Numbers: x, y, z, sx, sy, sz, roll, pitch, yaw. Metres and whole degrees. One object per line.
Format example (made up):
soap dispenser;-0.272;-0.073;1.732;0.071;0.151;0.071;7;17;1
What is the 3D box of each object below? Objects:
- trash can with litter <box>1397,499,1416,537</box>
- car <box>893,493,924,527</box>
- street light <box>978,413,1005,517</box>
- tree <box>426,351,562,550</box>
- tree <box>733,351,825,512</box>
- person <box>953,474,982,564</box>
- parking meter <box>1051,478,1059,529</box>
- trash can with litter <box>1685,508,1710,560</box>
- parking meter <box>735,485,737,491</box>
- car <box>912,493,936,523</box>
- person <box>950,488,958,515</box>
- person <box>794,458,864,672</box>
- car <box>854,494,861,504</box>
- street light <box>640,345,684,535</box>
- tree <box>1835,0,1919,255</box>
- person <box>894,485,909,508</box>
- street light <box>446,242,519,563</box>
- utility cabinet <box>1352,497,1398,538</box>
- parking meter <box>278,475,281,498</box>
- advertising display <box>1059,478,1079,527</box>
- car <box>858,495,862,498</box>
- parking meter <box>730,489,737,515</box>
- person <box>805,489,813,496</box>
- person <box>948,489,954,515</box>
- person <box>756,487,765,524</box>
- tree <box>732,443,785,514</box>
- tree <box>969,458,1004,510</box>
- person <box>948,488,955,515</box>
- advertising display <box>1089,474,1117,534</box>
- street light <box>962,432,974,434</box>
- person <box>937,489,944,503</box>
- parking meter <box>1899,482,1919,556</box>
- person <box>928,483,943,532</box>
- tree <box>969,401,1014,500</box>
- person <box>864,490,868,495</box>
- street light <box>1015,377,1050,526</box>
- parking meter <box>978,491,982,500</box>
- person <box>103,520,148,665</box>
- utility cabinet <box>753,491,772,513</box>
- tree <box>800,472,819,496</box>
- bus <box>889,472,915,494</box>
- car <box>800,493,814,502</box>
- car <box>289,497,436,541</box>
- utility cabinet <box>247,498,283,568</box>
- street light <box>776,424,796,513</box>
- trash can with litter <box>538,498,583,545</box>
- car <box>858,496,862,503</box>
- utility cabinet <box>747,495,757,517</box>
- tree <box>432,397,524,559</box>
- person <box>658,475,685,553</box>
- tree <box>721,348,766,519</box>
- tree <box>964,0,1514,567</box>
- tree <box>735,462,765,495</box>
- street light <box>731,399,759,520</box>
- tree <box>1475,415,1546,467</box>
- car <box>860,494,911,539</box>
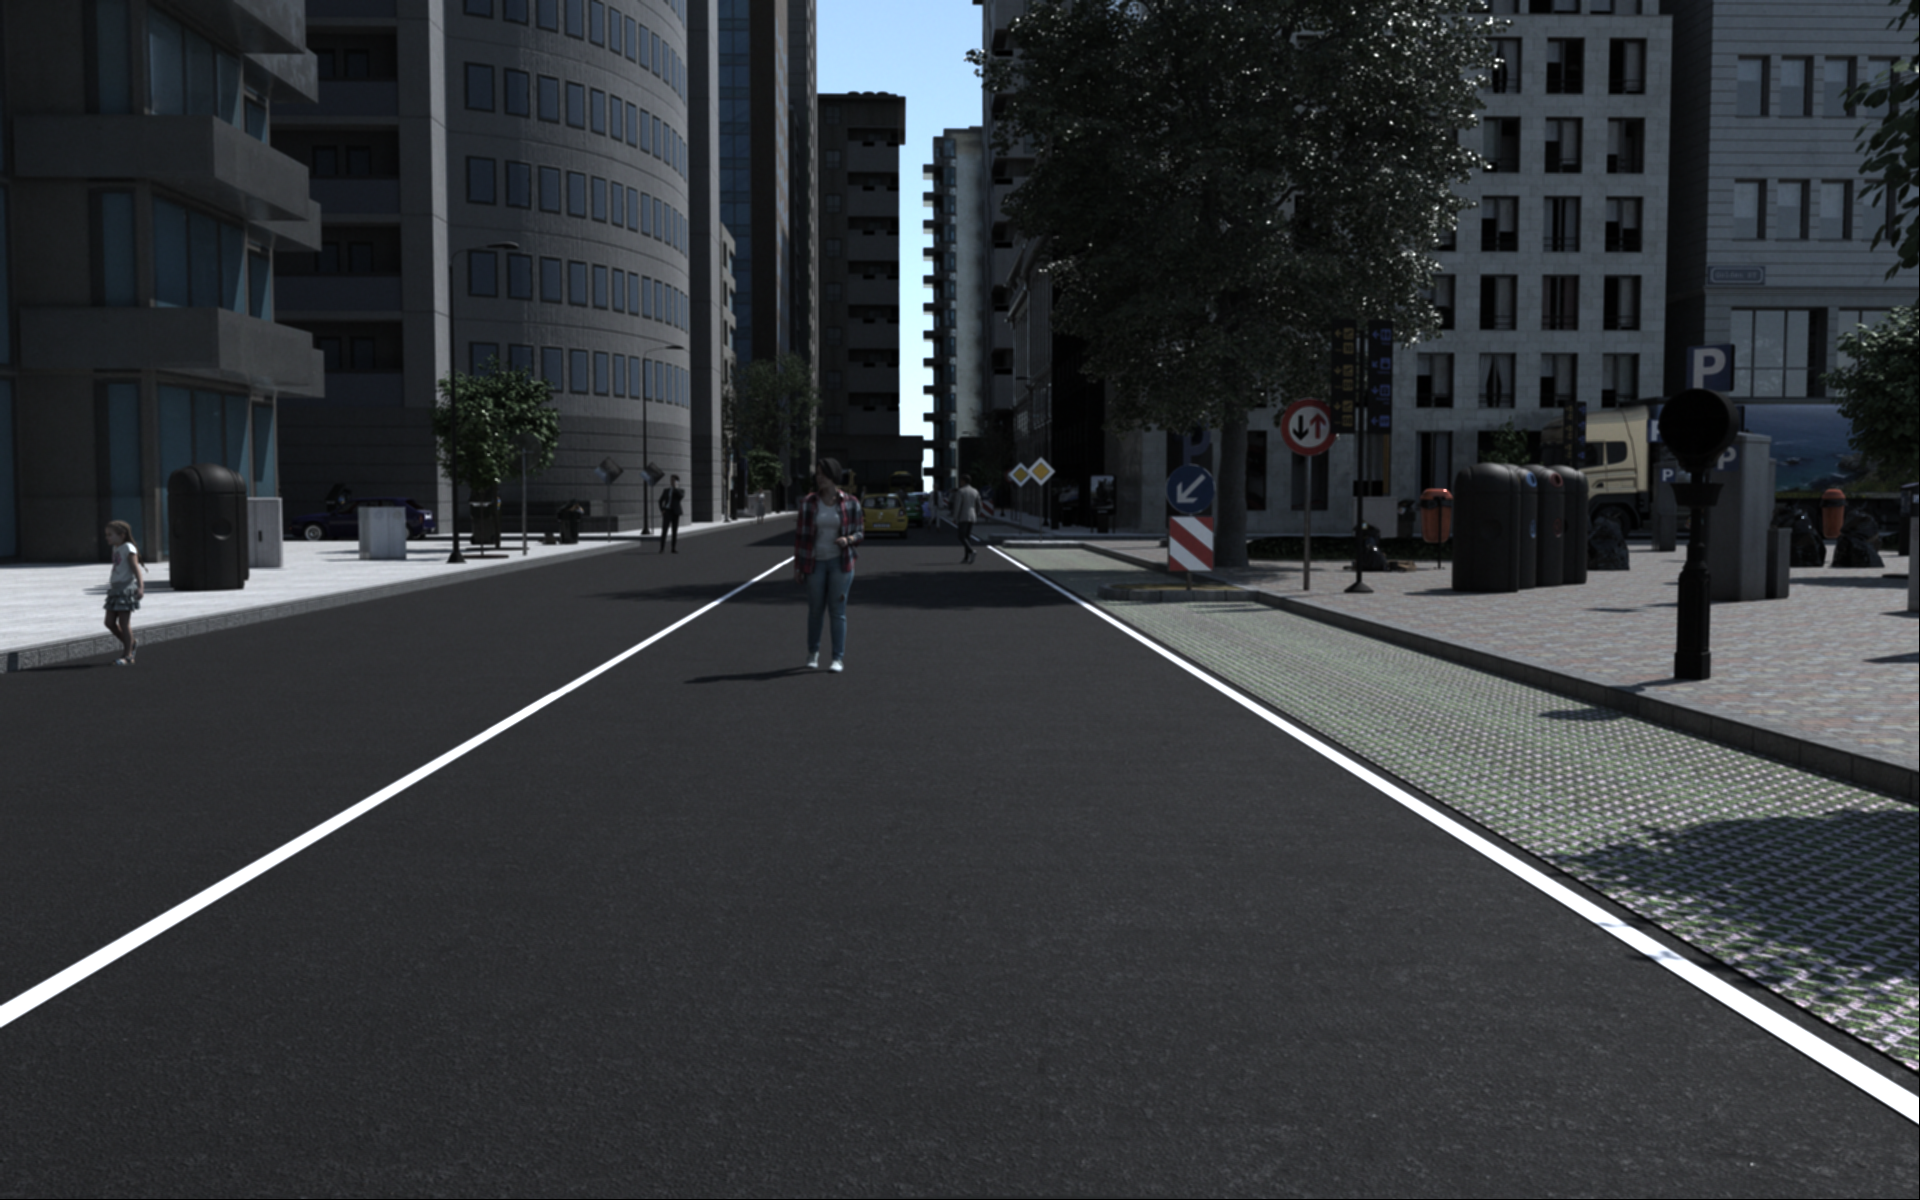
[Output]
trash can with litter;10.858;-1.945;43.193;0.624;1.170;1.055;-2;4;-28
car;-2.520;-4.091;75.680;1.959;1.807;4.718;0;4;-2
street light;1.896;-7.734;98.993;1.470;5.913;1.316;0;4;-2
tree;-10.689;-3.444;40.016;4.285;4.588;4.351;0;3;0
tree;-13.300;-12.164;124.642;9.928;11.665;9.643;0;3;0
person;0.186;-1.675;35.734;0.661;1.843;0.795;-3;4;-36
parking meter;3.448;-3.495;62.855;0.255;1.863;0.399;1;4;12
trash can with litter;10.914;-0.856;25.382;0.624;1.170;1.055;1;4;18
parking meter;-13.728;-6.160;106.421;0.399;1.863;0.255;1;4;13
car;-2.007;-4.687;86.216;1.945;1.707;3.694;0;4;-2
person;-0.270;-6.119;108.812;0.850;1.792;0.678;-2;4;-31
person;-1.062;-0.290;14.077;0.563;1.720;0.643;0;4;3
car;-12.186;-11.426;196.604;2.009;1.686;4.222;0;4;-2
street light;-9.313;-4.993;54.179;1.470;5.913;1.316;0;4;-2
tree;5.666;-1.456;7.518;4.285;4.588;4.351;0;3;0
person;-2.355;-3.693;69.054;0.592;1.802;0.473;3;5;39
street light;-8.840;-3.642;32.090;1.470;5.913;1.316;0;4;-2
utility cabinet;9.637;-1.778;40.225;1.020;1.237;0.306;1;4;14
parking meter;-17.712;-2.380;44.629;0.399;1.863;0.255;-1;4;-12
advertising display;4.213;-3.854;68.227;0.974;1.923;0.123;0;4;-8
car;-11.314;-11.511;200.776;1.945;1.354;3.894;0;4;0
parking meter;-12.529;-5.340;95.719;0.372;1.533;0.369;0;3;0
person;-8.952;-5.732;102.793;0.524;1.755;0.480;0;4;2
person;-0.538;-6.283;111.711;0.515;1.767;0.782;0;4;8
person;-9.505;-4.498;82.606;0.480;1.755;0.524;-2;4;-26
tree;-12.916;-7.789;111.070;4.285;4.588;4.351;0;3;0
tree;2.169;-9.752;143.154;4.285;4.588;4.351;0;3;0
person;-0.500;-6.677;117.767;0.767;1.812;0.694;0;4;-7
advertising display;4.660;-3.135;56.472;0.974;1.923;0.123;3;4;38
street light;0.846;-9.590;129.332;1.470;5.913;1.316;0;4;-2
person;-1.508;-6.744;119.043;0.678;1.792;0.850;-2;4;-30
parking meter;19.832;-1.697;36.161;0.372;1.533;0.369;0;3;0
person;-0.952;-3.494;65.501;0.514;1.842;0.818;-2;4;-28
tree;2.486;-11.336;135.702;4.360;8.622;3.978;0;3;0
person;-4.208;-4.128;77.804;0.330;1.601;0.589;0;4;3
street light;2.870;-5.878;68.651;1.470;5.913;1.316;0;4;-2
parking meter;1.399;-7.108;124.618;0.372;1.533;0.369;0;3;0
person;-6.965;-0.064;14.561;0.505;1.210;0.382;3;4;36
utility cabinet;-13.091;-6.490;114.796;1.173;1.500;0.318;-2;4;-26
tree;-13.142;-9.555;150.830;1.663;3.219;1.824;0;3;0
bus;-6.422;-12.206;191.114;2.896;3.916;12.252;0;4;-1
car;-7.658;-5.228;94.522;2.155;1.783;4.494;0;4;-4
car;-17.484;-2.334;50.748;3.894;1.354;1.945;0;4;-3
utility cabinet;-12.331;-1.157;30.086;1.020;1.237;0.306;-1;4;-10
street light;-11.547;-8.704;114.853;1.470;5.913;1.316;0;4;-2
trash can with litter;-10.172;-2.002;44.122;1.055;1.170;0.624;-2;4;-33
car;-9.702;-10.498;181.873;2.015;1.641;3.980;0;4;-3
utility cabinet;-12.056;-5.351;98.647;1.020;1.237;0.306;-3;5;-41
tree;-9.727;-2.450;34.665;1.663;3.219;1.824;0;3;0
person;-6.989;-2.088;42.008;0.648;1.900;0.474;-1;4;-13
tree;-11.874;-8.396;87.629;4.360;8.622;3.978;0;3;0
tree;4.796;-7.573;30.481;9.857;13.997;8.962;0;3;0
tree;-12.344;-6.578;102.153;1.663;3.219;1.824;0;3;0
street light;-10.487;-6.849;84.514;1.470;5.913;1.316;0;4;-2
tree;13.385;-2.893;41.895;1.663;3.219;1.824;0;3;0
car;-2.601;-2.860;56.978;2.015;1.641;3.980;0;4;-3
